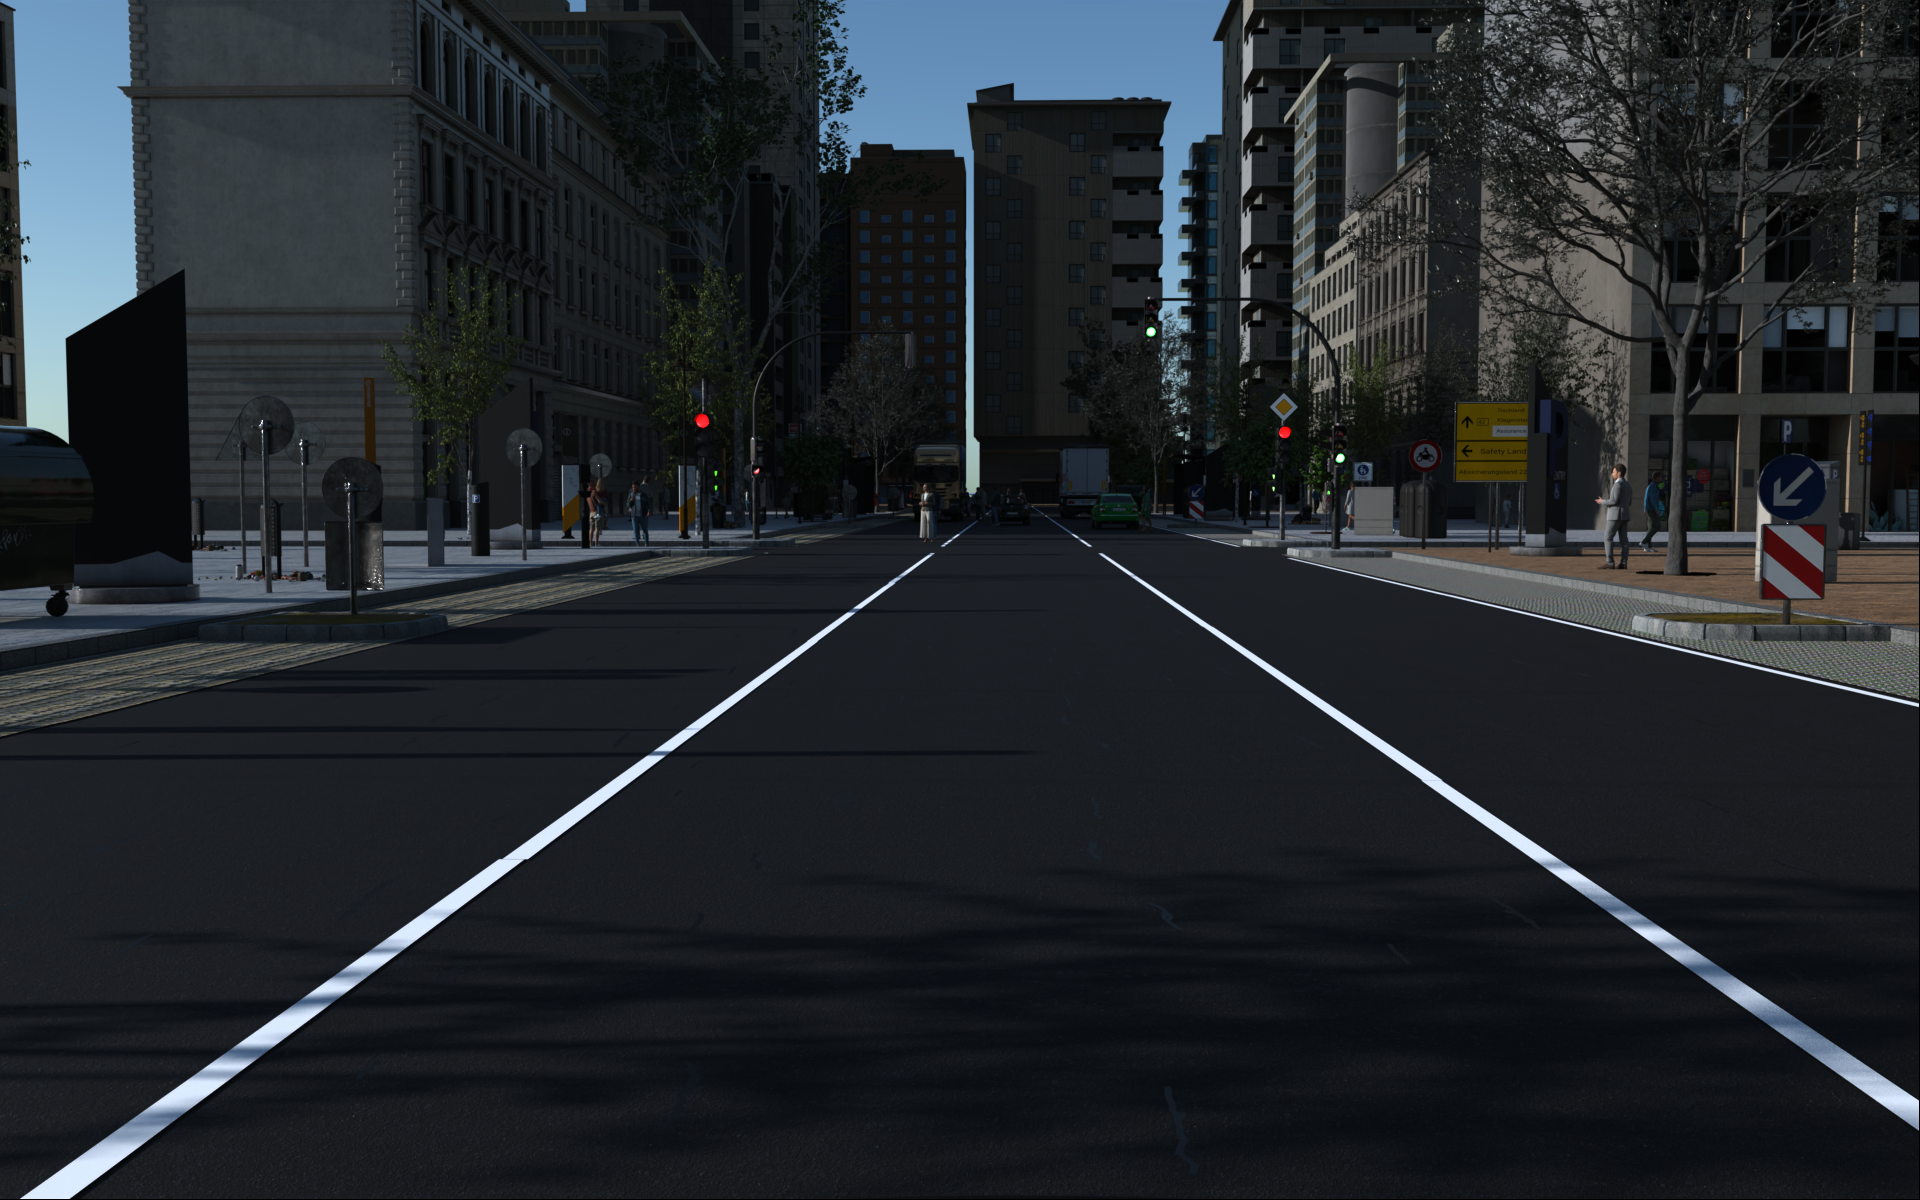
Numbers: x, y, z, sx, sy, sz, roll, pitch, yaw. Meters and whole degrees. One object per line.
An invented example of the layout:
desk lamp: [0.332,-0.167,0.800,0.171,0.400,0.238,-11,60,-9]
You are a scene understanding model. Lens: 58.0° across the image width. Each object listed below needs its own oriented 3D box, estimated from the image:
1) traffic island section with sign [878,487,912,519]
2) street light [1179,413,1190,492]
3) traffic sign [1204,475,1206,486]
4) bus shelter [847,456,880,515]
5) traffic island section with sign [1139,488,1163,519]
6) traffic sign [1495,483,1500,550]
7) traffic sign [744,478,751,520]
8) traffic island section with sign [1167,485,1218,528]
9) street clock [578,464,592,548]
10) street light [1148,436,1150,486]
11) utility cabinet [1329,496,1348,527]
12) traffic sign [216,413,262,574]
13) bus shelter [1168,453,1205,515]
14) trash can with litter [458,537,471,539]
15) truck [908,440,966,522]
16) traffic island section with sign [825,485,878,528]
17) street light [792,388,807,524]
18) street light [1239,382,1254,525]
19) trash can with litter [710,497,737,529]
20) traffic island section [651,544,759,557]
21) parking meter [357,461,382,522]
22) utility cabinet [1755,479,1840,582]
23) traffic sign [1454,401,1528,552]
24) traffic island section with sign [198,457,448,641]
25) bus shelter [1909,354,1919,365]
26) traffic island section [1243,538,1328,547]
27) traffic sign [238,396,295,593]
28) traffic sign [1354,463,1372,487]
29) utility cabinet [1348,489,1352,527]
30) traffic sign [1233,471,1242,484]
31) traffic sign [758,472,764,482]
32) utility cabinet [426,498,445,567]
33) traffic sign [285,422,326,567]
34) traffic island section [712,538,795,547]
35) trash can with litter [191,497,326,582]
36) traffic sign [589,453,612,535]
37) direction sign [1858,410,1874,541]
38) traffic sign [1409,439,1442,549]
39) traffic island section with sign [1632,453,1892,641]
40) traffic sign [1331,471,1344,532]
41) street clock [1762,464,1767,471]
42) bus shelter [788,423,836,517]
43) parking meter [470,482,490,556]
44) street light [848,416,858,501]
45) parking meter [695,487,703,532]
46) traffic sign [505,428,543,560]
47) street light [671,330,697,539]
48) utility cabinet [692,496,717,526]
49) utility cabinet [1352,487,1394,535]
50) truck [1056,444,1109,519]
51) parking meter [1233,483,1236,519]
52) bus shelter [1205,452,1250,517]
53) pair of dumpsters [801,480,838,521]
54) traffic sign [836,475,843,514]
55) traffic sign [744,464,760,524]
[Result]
traffic island section with sign: [-3.811,-5.607,100.297,1.989,1.847,2.006,0,4,2]
street light: [12.595,-7.608,97.184,0.468,5.910,1.993,0,4,2]
traffic sign: [13.333,-5.545,92.790,0.606,2.300,0.079,0,4,5]
bus shelter: [-6.185,-7.242,109.691,1.731,3.624,6.357,0,4,2]
traffic island section with sign: [10.611,-5.582,99.893,1.989,1.847,2.006,0,4,2]
traffic sign: [12.317,-2.419,39.652,0.768,2.556,0.104,1,4,12]
traffic sign: [-10.275,-5.166,84.567,0.768,2.556,0.104,1,4,11]
traffic island section with sign: [9.765,-3.934,72.951,1.989,1.847,2.006,0,4,2]
street clock: [-8.894,-2.234,41.090,0.358,2.002,0.471,-1,4,-19]
street light: [13.371,-9.176,122.808,0.468,5.910,1.993,0,4,2]
utility cabinet: [15.047,-3.480,68.067,1.020,1.237,0.306,0,4,-2]
traffic sign: [-11.498,-1.697,27.757,0.884,2.594,0.081,0,4,4]
bus shelter: [13.437,-6.812,102.664,1.731,3.624,6.357,0,4,2]
trash can with litter: [-13.252,-2.361,49.654,2.233,1.210,1.678,-1,4,-16]
truck: [-1.061,-6.337,92.528,2.839,4.237,11.283,0,4,2]
traffic island section with sign: [-4.650,-3.959,73.355,1.989,1.847,2.006,0,4,2]
street light: [-6.907,-6.220,74.484,0.468,5.910,1.993,0,4,2]
street light: [11.801,-6.041,71.560,0.468,5.910,1.993,0,4,2]
trash can with litter: [-8.733,-3.229,64.180,1.055,1.170,0.624,2,4,26]
traffic island section: [-5.993,-1.127,40.708,2.009,0.180,2.903,0,4,2]
parking meter: [-10.137,-1.469,29.737,0.399,1.863,0.255,2,4,28]
utility cabinet: [12.070,-0.997,24.981,1.173,1.500,0.318,-1,4,-16]
traffic sign: [11.965,-2.695,37.929,2.265,3.308,0.079,0,4,5]
traffic island section with sign: [-6.383,-0.555,17.707,1.989,1.847,2.006,0,4,2]
bus shelter: [11.798,-1.419,17.126,2.014,3.302,5.546,0,4,2]
traffic island section: [8.990,-1.587,48.227,2.009,0.180,2.903,0,4,2]
traffic sign: [-8.983,-1.366,22.434,0.768,2.556,0.104,0,4,8]
traffic sign: [13.044,-3.302,56.117,0.606,2.300,0.079,0,4,6]
utility cabinet: [15.240,-3.504,65.969,0.318,1.500,1.173,-1,4,-20]
traffic sign: [14.814,-5.715,93.542,0.768,2.556,0.104,0,4,3]
traffic sign: [-10.103,-5.238,85.751,0.768,2.556,0.104,0,4,6]
utility cabinet: [-9.416,-1.222,31.137,0.306,1.237,1.020,-1,4,-17]
traffic sign: [-11.524,-1.856,30.456,0.768,2.556,0.104,0,4,7]
traffic island section: [-5.744,-1.615,48.690,2.009,0.180,2.903,0,4,2]
trash can with litter: [-10.213,-0.905,25.862,2.233,1.210,1.678,3,5,43]
traffic sign: [-11.253,-3.305,54.150,0.768,2.556,0.104,1,4,10]
direction sign: [24.524,-3.360,46.937,0.379,3.537,0.876,0,4,7]
traffic sign: [10.806,-2.459,40.304,0.768,2.556,0.104,0,4,2]
traffic island section with sign: [8.043,-0.555,17.695,1.989,1.847,2.006,0,4,2]
traffic sign: [12.341,-3.498,57.292,0.768,2.556,0.104,1,4,8]
street clock: [18.481,-2.130,39.394,0.471,2.002,0.358,2,4,27]
bus shelter: [-8.550,-7.540,100.910,2.179,5.291,8.768,0,4,2]
parking meter: [-9.916,-1.675,35.797,0.372,1.533,0.369,0,3,0]
street light: [-6.186,-7.807,100.438,0.468,5.910,1.993,0,4,2]
parking meter: [-8.892,-3.114,59.330,0.372,1.533,0.369,0,3,0]
traffic sign: [-8.424,-2.038,33.424,0.768,2.556,0.104,1,4,11]
street light: [-7.760,-4.653,48.862,0.468,5.910,1.993,0,4,2]
utility cabinet: [-10.373,-3.618,70.318,1.020,1.237,0.306,0,4,5]
utility cabinet: [12.899,-2.771,53.984,1.173,1.500,0.318,1,4,13]
truck: [7.283,-7.000,103.366,2.839,4.237,11.283,0,4,1]
parking meter: [14.208,-5.157,90.023,0.255,1.863,0.399,-3,5,-43]
bus shelter: [15.144,-6.494,97.453,1.731,3.624,6.357,0,4,2]
pair of dumpsters: [-7.045,-5.102,85.910,1.574,2.255,4.437,0,4,2]
traffic sign: [-7.709,-6.673,109.113,0.884,2.594,0.081,0,4,5]
traffic sign: [-8.803,-4.465,73.112,0.768,2.556,0.104,1,4,11]
